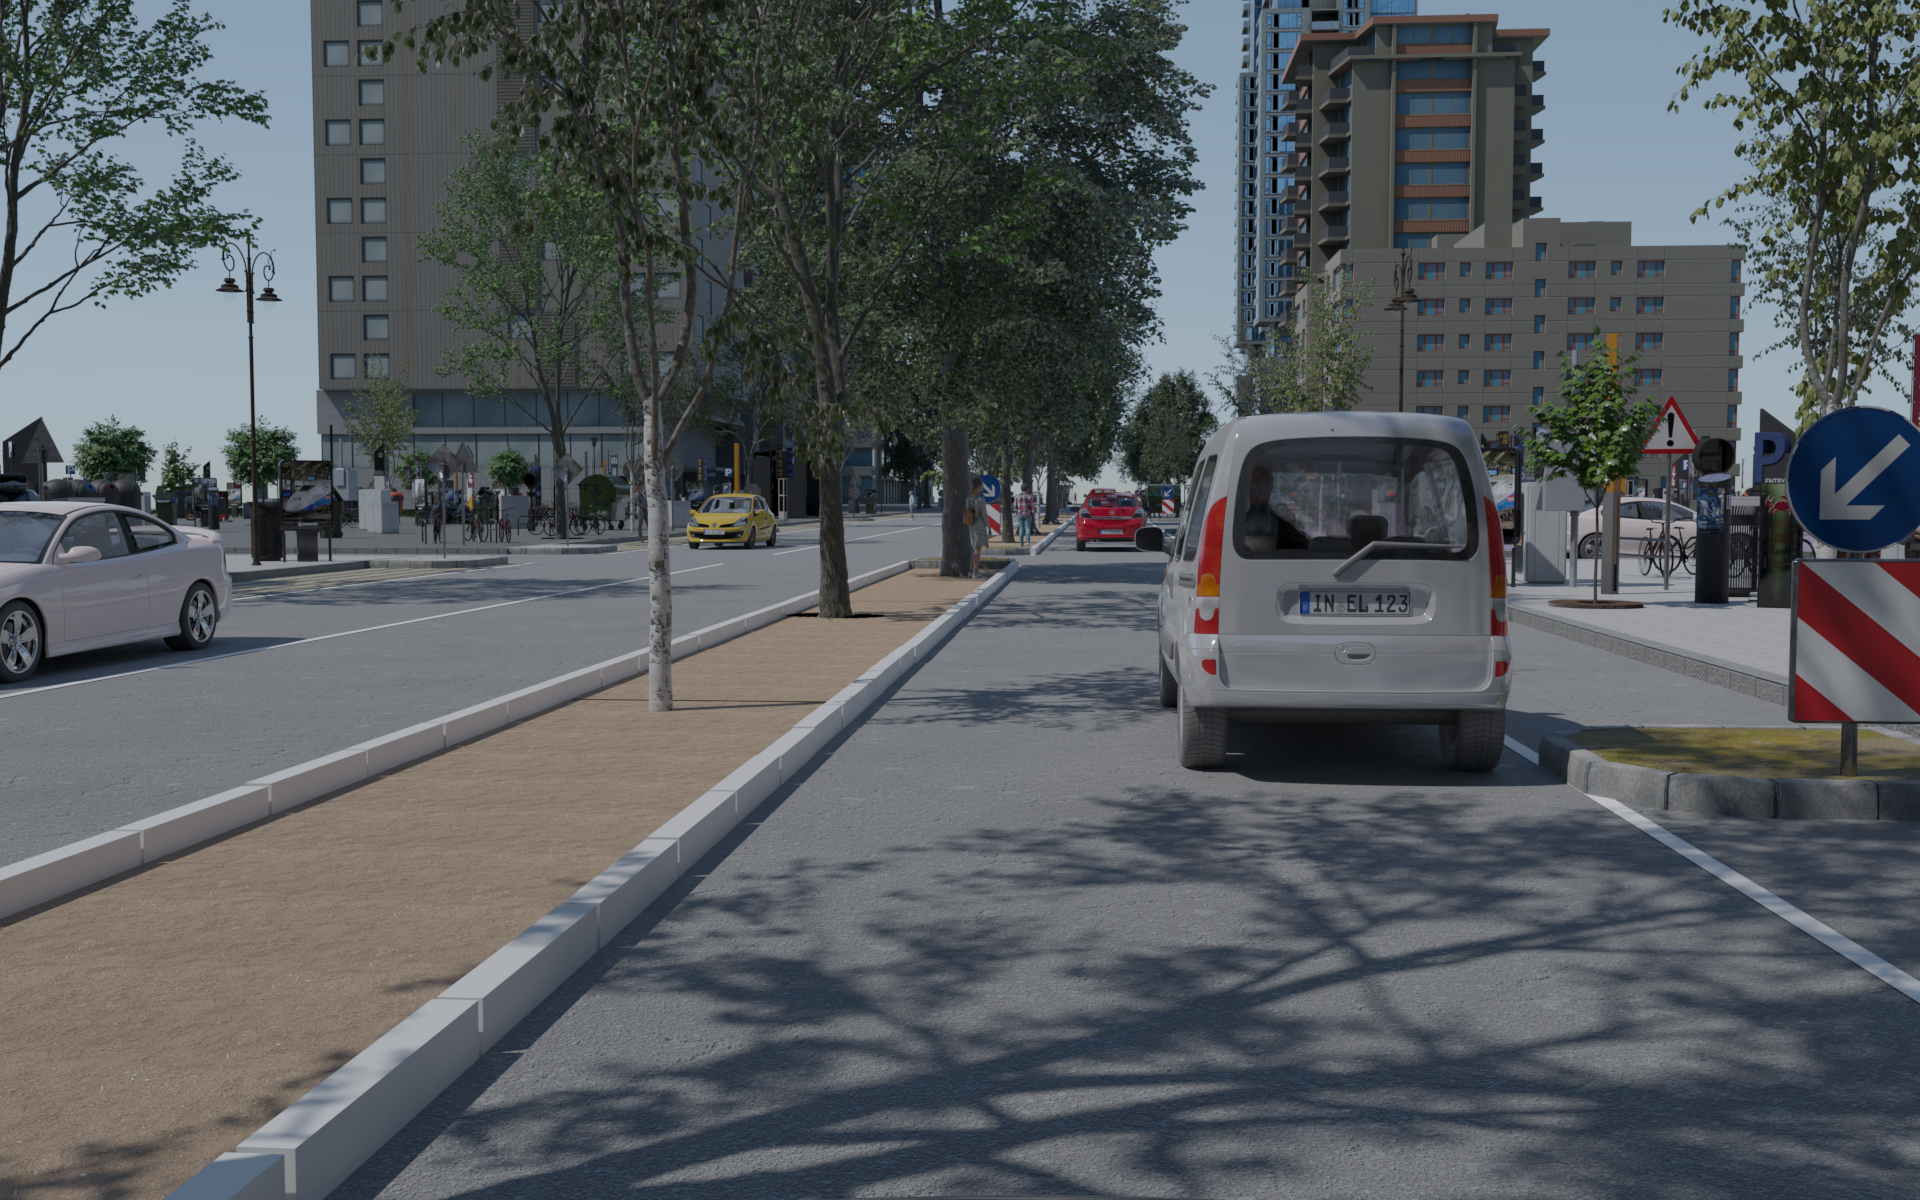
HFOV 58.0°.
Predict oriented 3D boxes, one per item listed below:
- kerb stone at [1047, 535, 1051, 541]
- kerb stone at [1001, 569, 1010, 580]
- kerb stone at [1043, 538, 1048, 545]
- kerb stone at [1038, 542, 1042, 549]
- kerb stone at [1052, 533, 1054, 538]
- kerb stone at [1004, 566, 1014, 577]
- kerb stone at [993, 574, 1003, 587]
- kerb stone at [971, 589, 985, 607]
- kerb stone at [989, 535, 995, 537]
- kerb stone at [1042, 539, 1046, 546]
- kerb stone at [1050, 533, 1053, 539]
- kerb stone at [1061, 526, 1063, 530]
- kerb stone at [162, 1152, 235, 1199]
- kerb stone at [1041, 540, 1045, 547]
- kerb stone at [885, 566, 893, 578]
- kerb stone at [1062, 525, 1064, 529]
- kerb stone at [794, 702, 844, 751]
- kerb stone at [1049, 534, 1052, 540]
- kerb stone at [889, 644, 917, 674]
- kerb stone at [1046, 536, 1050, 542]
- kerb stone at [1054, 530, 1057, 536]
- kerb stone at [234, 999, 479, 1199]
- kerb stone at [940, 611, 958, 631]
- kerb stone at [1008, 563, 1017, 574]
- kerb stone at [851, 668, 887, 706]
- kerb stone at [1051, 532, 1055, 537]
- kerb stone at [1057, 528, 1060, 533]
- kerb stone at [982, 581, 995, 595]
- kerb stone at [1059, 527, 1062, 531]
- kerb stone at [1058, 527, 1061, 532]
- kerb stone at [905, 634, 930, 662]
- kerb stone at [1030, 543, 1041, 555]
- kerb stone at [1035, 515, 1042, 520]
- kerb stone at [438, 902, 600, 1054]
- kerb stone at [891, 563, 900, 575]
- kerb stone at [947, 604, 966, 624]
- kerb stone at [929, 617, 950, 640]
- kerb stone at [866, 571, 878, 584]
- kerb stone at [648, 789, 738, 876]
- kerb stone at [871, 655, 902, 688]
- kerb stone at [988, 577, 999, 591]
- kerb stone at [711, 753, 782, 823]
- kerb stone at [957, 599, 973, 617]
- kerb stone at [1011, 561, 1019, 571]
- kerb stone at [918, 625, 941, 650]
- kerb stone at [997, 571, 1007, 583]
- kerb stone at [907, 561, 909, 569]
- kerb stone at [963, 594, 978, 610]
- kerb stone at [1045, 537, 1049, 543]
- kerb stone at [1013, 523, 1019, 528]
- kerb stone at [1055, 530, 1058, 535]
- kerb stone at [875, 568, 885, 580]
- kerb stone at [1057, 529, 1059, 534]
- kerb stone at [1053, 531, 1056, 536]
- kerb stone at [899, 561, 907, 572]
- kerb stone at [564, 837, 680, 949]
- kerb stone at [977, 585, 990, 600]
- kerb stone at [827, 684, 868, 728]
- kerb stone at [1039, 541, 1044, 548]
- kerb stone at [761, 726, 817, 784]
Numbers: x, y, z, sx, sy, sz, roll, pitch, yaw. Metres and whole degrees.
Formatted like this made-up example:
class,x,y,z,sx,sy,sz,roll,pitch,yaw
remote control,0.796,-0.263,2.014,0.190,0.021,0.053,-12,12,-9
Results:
class,x,y,z,sx,sy,sz,roll,pitch,yaw
kerb stone,2.507,-1.729,50.467,0.120,0.150,1.000,0,4,5
kerb stone,0.693,-0.379,28.462,0.120,0.150,1.000,0,4,5
kerb stone,2.255,-1.541,47.398,0.120,0.150,1.000,0,4,5
kerb stone,1.921,-1.292,43.314,0.120,0.150,1.000,0,4,5
kerb stone,2.758,-1.917,53.531,0.120,0.150,1.000,0,4,5
kerb stone,0.784,-0.445,29.486,0.120,0.150,1.000,0,4,5
kerb stone,0.524,-0.254,26.411,0.120,0.150,1.000,0,4,5
kerb stone,0.198,-0.007,22.310,0.120,0.150,1.000,0,4,5
kerb stone,1.168,-2.295,59.808,0.120,0.150,1.000,0,4,5
kerb stone,2.169,-1.479,46.379,0.120,0.150,1.000,0,4,5
kerb stone,2.679,-1.854,52.511,0.120,0.150,1.000,0,4,5
kerb stone,3.693,-2.603,64.754,0.120,0.150,1.000,0,4,5
kerb stone,-1.413,1.182,2.876,0.120,0.150,1.000,0,4,5
kerb stone,2.083,-1.416,45.351,0.120,0.150,1.000,0,4,5
kerb stone,-1.312,-0.456,29.657,0.120,0.150,1.000,0,4,5
kerb stone,3.851,-2.727,66.792,0.120,0.150,1.000,0,4,5
kerb stone,-0.820,0.743,10.045,0.120,0.150,1.000,0,4,5
kerb stone,2.595,-1.791,51.487,0.120,0.150,1.000,0,4,5
kerb stone,-0.487,0.495,14.121,0.120,0.150,1.000,0,4,5
kerb stone,2.427,-1.667,49.449,0.120,0.150,1.000,0,4,5
kerb stone,3.006,-2.104,56.593,0.120,0.150,1.000,0,4,5
kerb stone,-1.322,1.119,3.900,0.120,0.150,1.000,0,4,5
kerb stone,-0.151,0.249,18.210,0.120,0.150,1.000,0,4,5
kerb stone,0.869,-0.508,30.505,0.120,0.150,1.000,0,4,5
kerb stone,-0.649,0.619,12.083,0.120,0.150,1.000,0,4,5
kerb stone,2.843,-1.974,54.550,0.120,0.150,1.000,0,4,5
kerb stone,3.347,-2.353,60.666,0.120,0.150,1.000,0,4,5
kerb stone,0.360,-0.133,24.373,0.120,0.150,1.000,0,4,5
kerb stone,3.517,-2.478,62.718,0.120,0.150,1.000,0,4,5
kerb stone,3.424,-2.413,61.698,0.120,0.150,1.000,0,4,5
kerb stone,-0.392,0.434,15.144,0.120,0.150,1.000,0,4,5
kerb stone,1.834,-1.229,42.296,0.120,0.150,1.000,0,4,5
kerb stone,4.617,-4.858,101.706,0.120,0.150,1.000,0,4,5
kerb stone,-1.237,1.060,4.926,0.120,0.150,1.000,0,4,5
kerb stone,-1.228,-0.516,30.676,0.120,0.150,1.000,0,4,5
kerb stone,-0.066,0.181,19.236,0.120,0.150,1.000,0,4,5
kerb stone,-0.230,0.307,17.183,0.120,0.150,1.000,0,4,5
kerb stone,-1.480,-0.332,27.616,0.120,0.150,1.000,0,4,5
kerb stone,-1.068,0.931,6.976,0.120,0.150,1.000,0,4,5
kerb stone,-0.572,0.556,13.102,0.120,0.150,1.000,0,4,5
kerb stone,0.448,-0.195,25.391,0.120,0.150,1.000,0,4,5
kerb stone,-0.985,0.868,8.003,0.120,0.150,1.000,0,4,5
kerb stone,0.027,0.119,20.254,0.120,0.150,1.000,0,4,5
kerb stone,0.953,-0.571,31.524,0.120,0.150,1.000,0,4,5
kerb stone,-0.312,0.371,16.164,0.120,0.150,1.000,0,4,5
kerb stone,0.611,-0.321,27.436,0.120,0.150,1.000,0,4,5
kerb stone,-1.057,-0.643,32.714,0.120,0.150,1.000,0,4,5
kerb stone,0.100,0.056,21.277,0.120,0.150,1.000,0,4,5
kerb stone,2.345,-1.604,48.426,0.120,0.150,1.000,0,4,5
kerb stone,2.510,-3.291,76.158,0.120,0.150,1.000,0,4,5
kerb stone,3.090,-2.166,57.611,0.120,0.150,1.000,0,4,5
kerb stone,-1.398,-0.394,28.639,0.120,0.150,1.000,0,4,5
kerb stone,3.266,-2.290,59.647,0.120,0.150,1.000,0,4,5
kerb stone,2.919,-2.041,55.569,0.120,0.150,1.000,0,4,5
kerb stone,-1.141,-0.580,31.695,0.120,0.150,1.000,0,4,5
kerb stone,-1.151,0.997,5.950,0.120,0.150,1.000,0,4,5
kerb stone,0.275,-0.070,23.344,0.120,0.150,1.000,0,4,5
kerb stone,-0.732,0.681,11.064,0.120,0.150,1.000,0,4,5
kerb stone,2.001,-1.353,44.333,0.120,0.150,1.000,0,4,5
kerb stone,-0.898,0.810,9.022,0.120,0.150,1.000,0,4,5
